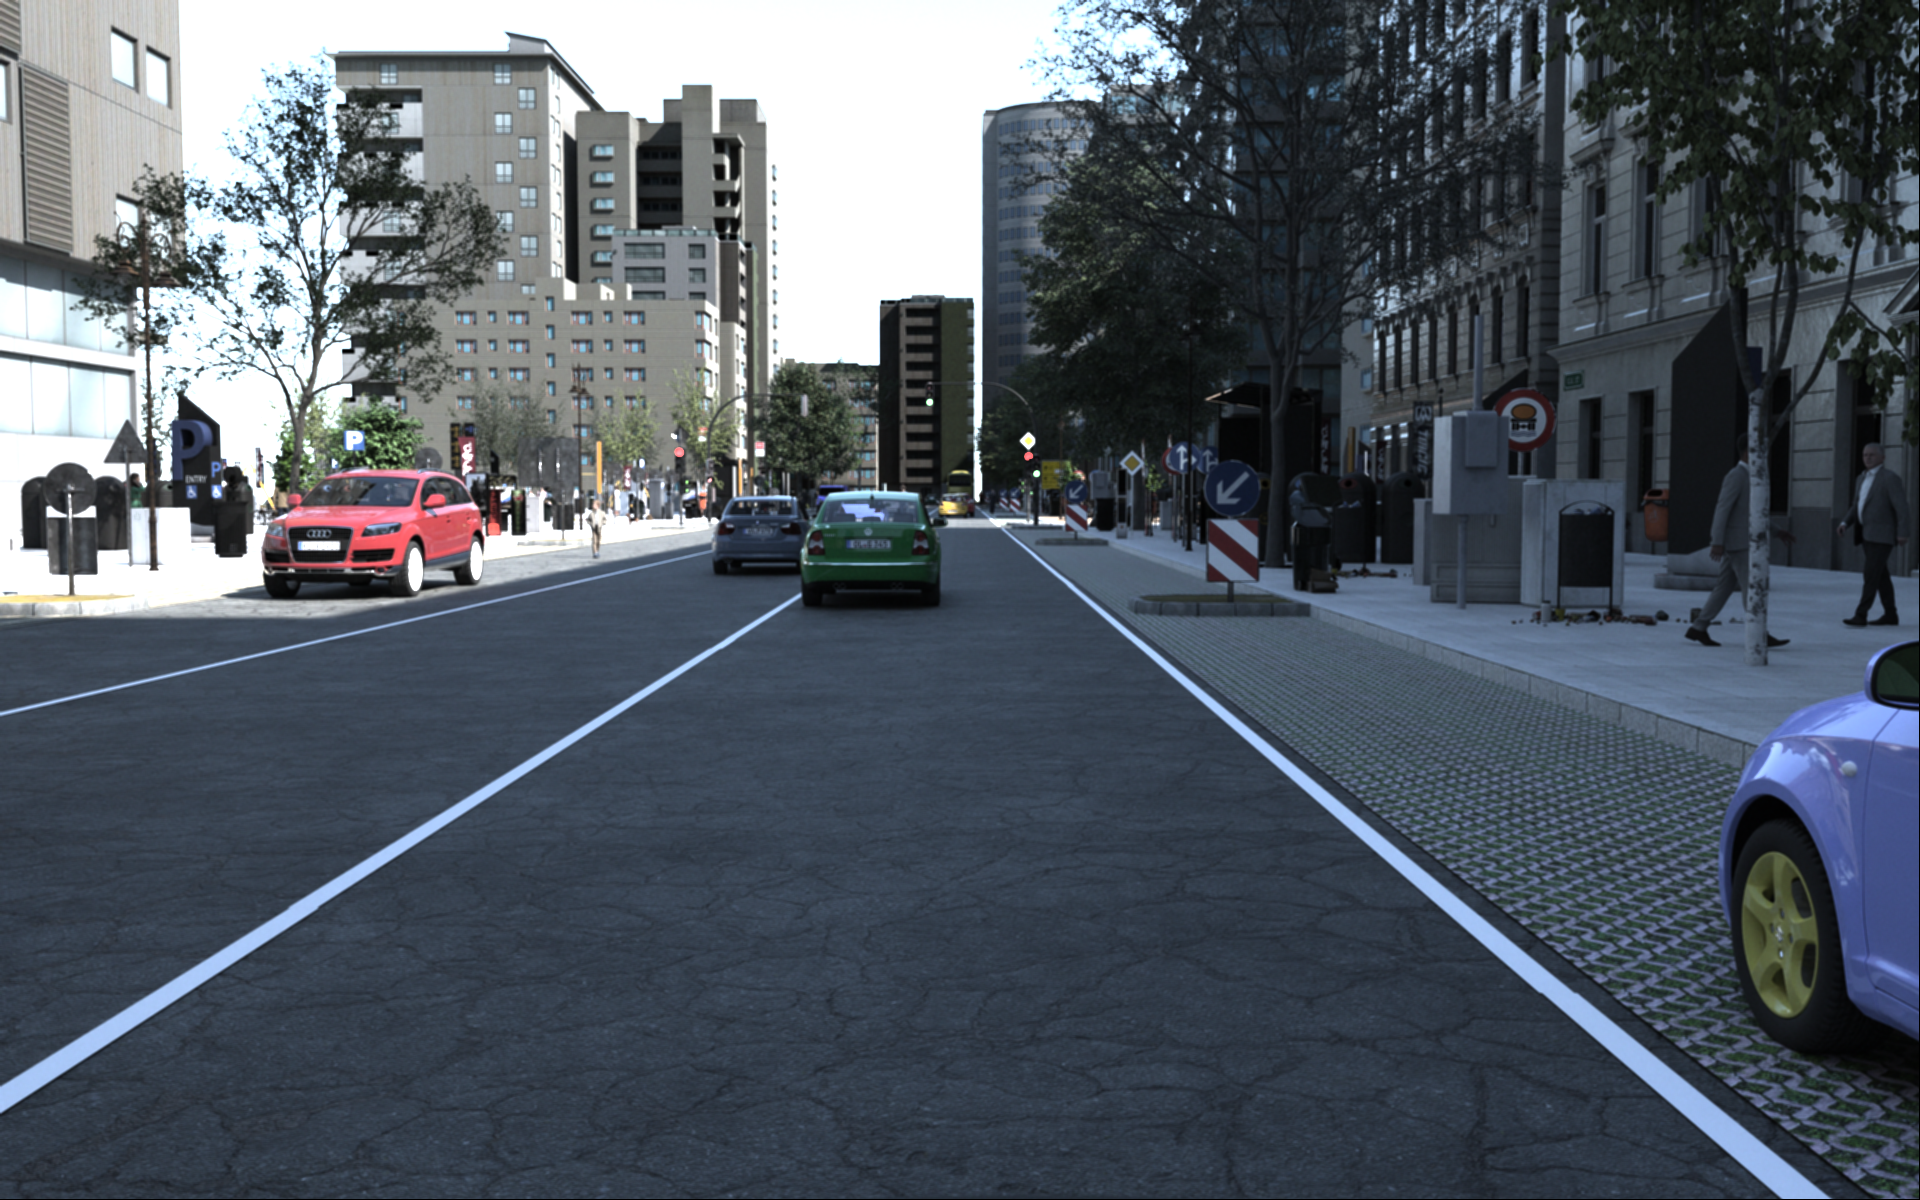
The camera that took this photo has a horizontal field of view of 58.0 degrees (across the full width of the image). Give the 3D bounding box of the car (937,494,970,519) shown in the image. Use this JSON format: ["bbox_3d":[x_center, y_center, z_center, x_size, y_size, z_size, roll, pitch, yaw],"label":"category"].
[{"bbox_3d":[-0.395,-5.657,102.712,2.015,1.641,3.980,0,4,1],"label":"car"}]

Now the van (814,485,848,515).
[{"bbox_3d":[-8.831,-7.103,120.513,2.240,2.365,5.245,0,4,1],"label":"van"}]

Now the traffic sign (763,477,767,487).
[{"bbox_3d":[-14.552,-7.959,130.243,0.768,2.556,0.104,0,4,1],"label":"traffic sign"}]

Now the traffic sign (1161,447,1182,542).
[{"bbox_3d":[5.735,-2.812,46.075,0.768,2.556,0.104,0,4,6],"label":"traffic sign"}]

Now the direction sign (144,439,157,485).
[{"bbox_3d":[-33.181,-4.840,71.136,0.876,3.537,0.379,3,5,40],"label":"direction sign"}]

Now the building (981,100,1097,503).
[{"bbox_3d":[17.376,-43.665,255.920,28.212,58.520,21.231,0,3,0],"label":"building"}]

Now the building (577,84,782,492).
[{"bbox_3d":[-33.304,-35.831,209.539,21.600,48.544,21.300,0,3,0],"label":"building"}]

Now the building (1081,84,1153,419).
[{"bbox_3d":[26.077,-35.807,205.055,23.786,49.044,30.456,0,3,0],"label":"building"}]

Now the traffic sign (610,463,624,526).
[{"bbox_3d":[-14.103,-4.313,70.623,0.768,2.556,0.104,0,4,1],"label":"traffic sign"}]

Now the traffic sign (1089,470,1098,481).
[{"bbox_3d":[7.171,-5.558,90.981,0.768,2.556,0.104,0,4,7],"label":"traffic sign"}]

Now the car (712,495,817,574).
[{"bbox_3d":[-3.607,-1.249,32.432,2.014,1.417,4.499,0,4,-2],"label":"car"}]

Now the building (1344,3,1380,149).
[{"bbox_3d":[32.746,-28.871,95.737,21.600,48.544,21.300,0,3,0],"label":"building"}]

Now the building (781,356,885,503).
[{"bbox_3d":[-26.271,-25.357,259.631,28.899,21.520,27.650,0,3,0],"label":"building"}]

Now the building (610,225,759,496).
[{"bbox_3d":[-29.955,-25.610,190.427,14.160,30.474,14.107,0,3,0],"label":"building"}]

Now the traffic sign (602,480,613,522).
[{"bbox_3d":[-15.977,-4.689,78.797,0.606,2.300,0.079,0,4,7],"label":"traffic sign"}]

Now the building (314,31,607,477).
[{"bbox_3d":[-58.556,-37.761,206.637,27.495,52.752,28.713,0,3,0],"label":"building"}]

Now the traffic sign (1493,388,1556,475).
[{"bbox_3d":[6.774,-1.273,20.913,0.768,2.556,0.104,0,4,3],"label":"traffic sign"}]

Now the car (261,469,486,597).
[{"bbox_3d":[-8.587,-1.043,25.723,2.281,1.827,5.304,0,4,0],"label":"car"}]

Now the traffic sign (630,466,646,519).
[{"bbox_3d":[-14.816,-4.865,79.645,0.768,2.556,0.104,0,4,8],"label":"traffic sign"}]

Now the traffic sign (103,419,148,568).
[{"bbox_3d":[-14.477,-1.844,30.154,0.884,2.594,0.081,0,4,3],"label":"traffic sign"}]

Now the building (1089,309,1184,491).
[{"bbox_3d":[27.951,-20.259,176.272,27.650,21.520,28.899,0,3,0],"label":"building"}]

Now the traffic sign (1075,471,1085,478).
[{"bbox_3d":[6.404,-5.740,93.951,0.768,2.556,0.104,1,4,8],"label":"traffic sign"}]

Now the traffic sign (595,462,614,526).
[{"bbox_3d":[-14.116,-4.204,68.840,0.768,2.556,0.104,0,4,4],"label":"traffic sign"}]

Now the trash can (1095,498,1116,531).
[{"bbox_3d":[5.055,-2.972,60.253,0.748,1.137,0.748,0,3,0],"label":"trash can"}]

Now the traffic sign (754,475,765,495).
[{"bbox_3d":[-13.720,-7.227,118.264,0.768,2.556,0.104,0,4,5],"label":"traffic sign"}]

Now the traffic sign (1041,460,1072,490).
[{"bbox_3d":[6.040,-6.772,104.588,2.265,3.308,0.079,0,4,7],"label":"traffic sign"}]

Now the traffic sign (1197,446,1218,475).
[{"bbox_3d":[6.615,-2.799,45.868,0.768,2.556,0.104,0,4,5],"label":"traffic sign"}]

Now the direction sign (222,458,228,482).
[{"bbox_3d":[-46.172,-7.109,108.229,0.379,3.537,0.876,3,5,42],"label":"direction sign"}]

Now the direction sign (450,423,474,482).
[{"bbox_3d":[-15.840,-3.866,55.211,0.876,3.537,0.379,1,4,20],"label":"direction sign"}]

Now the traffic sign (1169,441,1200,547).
[{"bbox_3d":[5.444,-2.565,42.050,0.768,2.556,0.104,0,4,7],"label":"traffic sign"}]

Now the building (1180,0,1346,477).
[{"bbox_3d":[29.165,-31.701,137.922,23.786,49.044,30.456,0,3,0],"label":"building"}]

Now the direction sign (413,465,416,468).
[{"bbox_3d":[-42.215,-8.693,134.131,0.379,3.537,0.876,-1,4,-9],"label":"direction sign"}]

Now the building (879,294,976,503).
[{"bbox_3d":[-4.772,-29.473,253.585,14.107,30.474,14.160,0,3,0],"label":"building"}]

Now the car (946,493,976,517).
[{"bbox_3d":[-0.015,-6.170,109.925,2.155,1.783,4.494,0,4,-1],"label":"car"}]

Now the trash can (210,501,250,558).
[{"bbox_3d":[-14.715,-1.424,34.935,0.748,1.137,0.748,0,3,0],"label":"trash can"}]

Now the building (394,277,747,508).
[{"bbox_3d":[-36.429,-19.795,168.692,27.650,21.520,28.899,0,3,0],"label":"building"}]

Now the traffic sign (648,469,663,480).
[{"bbox_3d":[-15.407,-5.353,87.628,0.768,2.556,0.104,0,4,1],"label":"traffic sign"}]

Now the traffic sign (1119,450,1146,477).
[{"bbox_3d":[5.158,-3.181,51.748,0.795,2.593,0.064,1,4,8],"label":"traffic sign"}]

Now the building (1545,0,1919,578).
[{"bbox_3d":[22.488,-14.915,20.280,17.030,29.872,44.131,0,3,0],"label":"building"}]

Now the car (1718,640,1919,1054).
[{"bbox_3d":[2.932,0.381,3.356,1.945,1.707,3.694,0,4,0],"label":"car"}]

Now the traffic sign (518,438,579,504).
[{"bbox_3d":[-14.836,-4.199,62.523,2.265,3.308,0.079,0,4,4],"label":"traffic sign"}]

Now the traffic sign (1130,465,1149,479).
[{"bbox_3d":[7.174,-4.240,69.432,0.768,2.556,0.104,0,4,7],"label":"traffic sign"}]

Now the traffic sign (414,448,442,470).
[{"bbox_3d":[-14.560,-2.896,47.451,0.768,2.556,0.104,0,4,1],"label":"traffic sign"}]

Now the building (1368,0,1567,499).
[{"bbox_3d":[19.277,-12.427,52.340,9.793,20.994,18.267,0,3,0],"label":"building"}]

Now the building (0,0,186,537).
[{"bbox_3d":[-40.609,-28.032,47.560,27.495,52.752,28.713,0,3,0],"label":"building"}]

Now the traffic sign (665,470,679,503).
[{"bbox_3d":[-14.932,-5.483,89.751,0.768,2.556,0.104,0,4,5],"label":"traffic sign"}]

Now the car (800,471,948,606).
[{"bbox_3d":[-1.147,-0.903,23.562,1.959,1.807,4.718,0,4,0],"label":"car"}]

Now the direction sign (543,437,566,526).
[{"bbox_3d":[-16.080,-4.695,68.761,0.876,3.537,0.379,-1,4,-22],"label":"direction sign"}]
